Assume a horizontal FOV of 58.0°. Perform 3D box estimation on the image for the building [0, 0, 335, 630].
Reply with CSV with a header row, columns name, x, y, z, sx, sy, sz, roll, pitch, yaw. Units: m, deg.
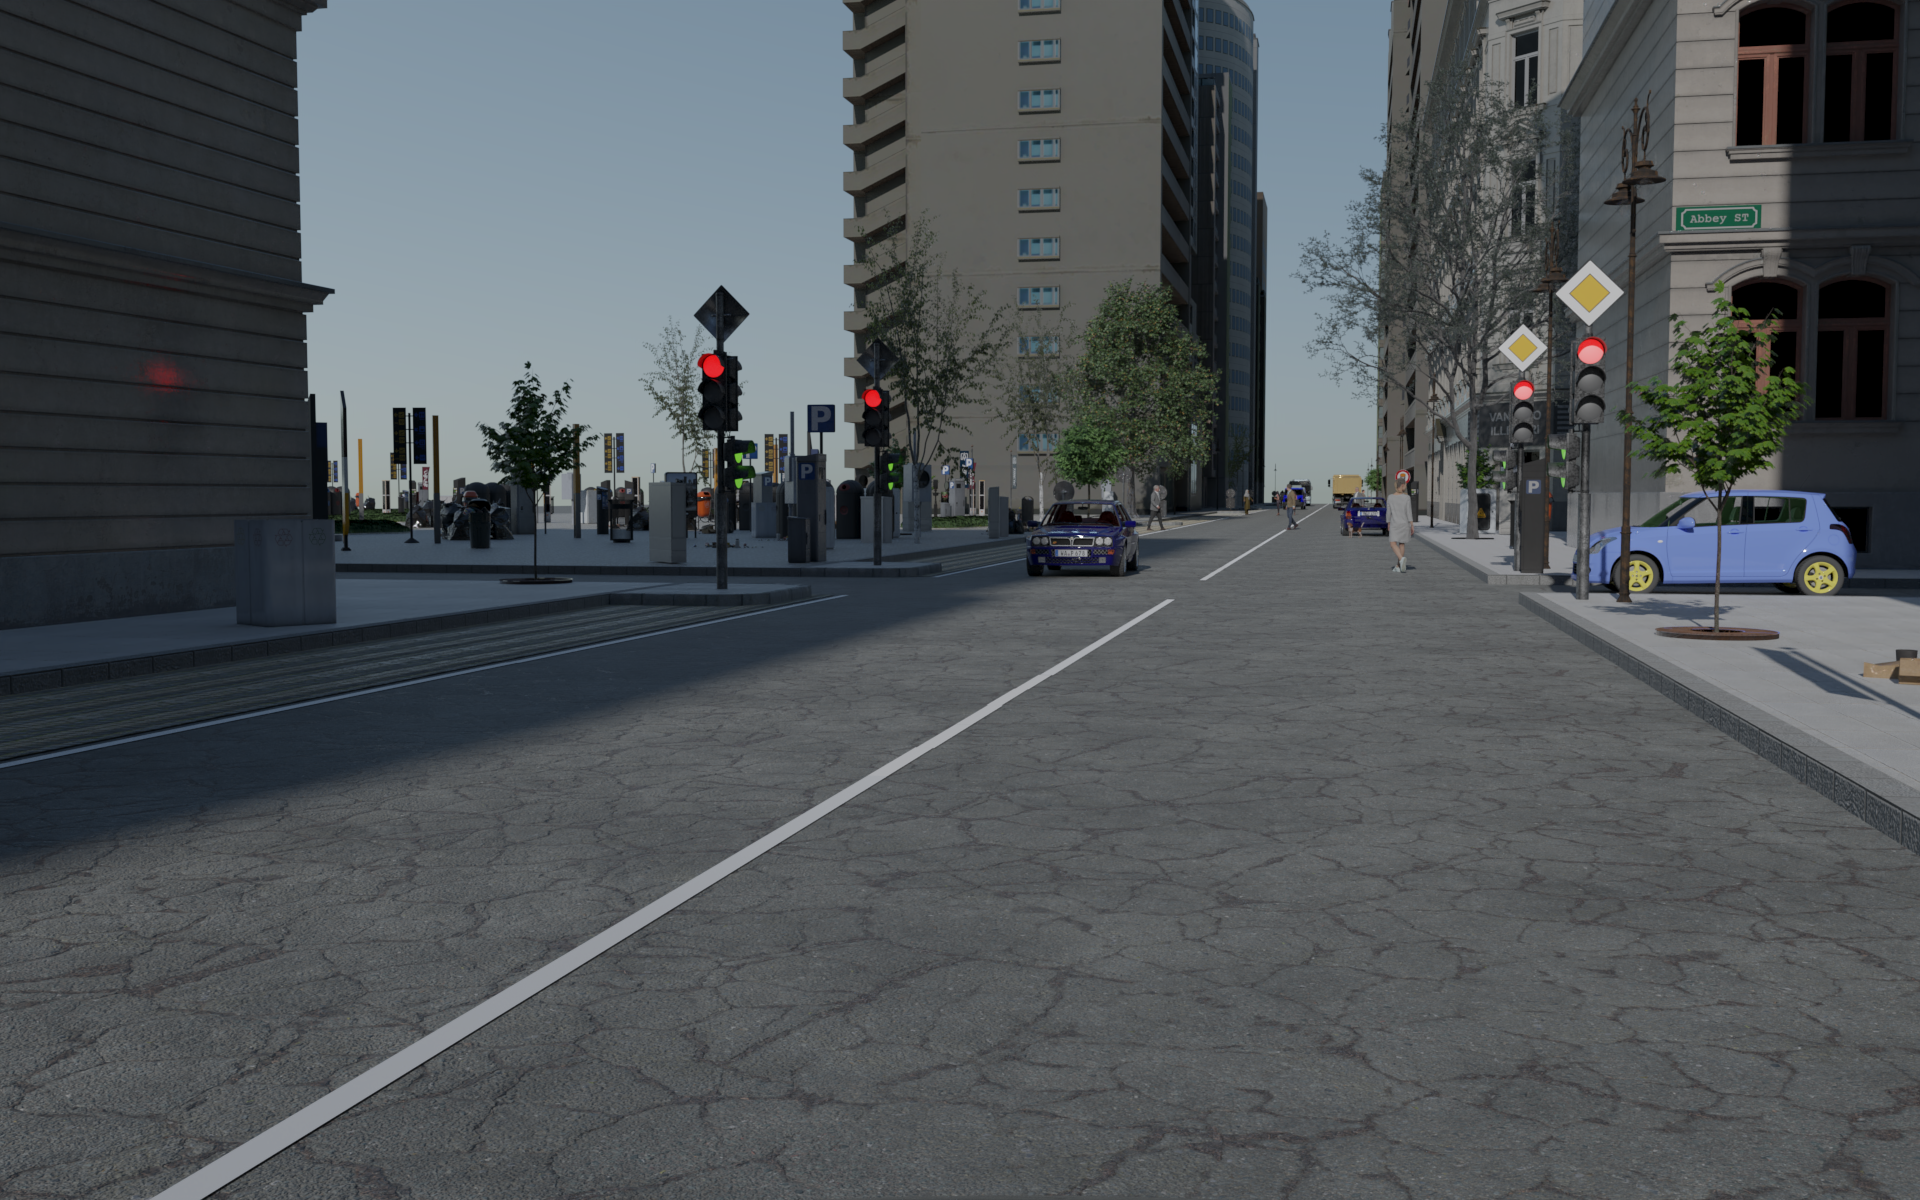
name,x,y,z,sx,sy,sz,roll,pitch,yaw
building,-25.550,-12.240,19.208,34.723,24.649,14.460,1,4,12

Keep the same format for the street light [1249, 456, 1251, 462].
name,x,y,z,sx,sy,sz,roll,pitch,yaw
street light,31.288,-13.144,187.691,0.468,5.910,1.993,1,4,12

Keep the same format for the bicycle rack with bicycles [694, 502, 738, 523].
name,x,y,z,sx,sy,sz,roll,pitch,yaw
bicycle rack with bicycles,-11.313,-3.973,78.335,2.925,0.926,2.852,3,5,40

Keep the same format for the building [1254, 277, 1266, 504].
name,x,y,z,sx,sy,sz,roll,pitch,yaw
building,34.407,-28.475,237.269,14.160,30.474,14.107,1,4,12

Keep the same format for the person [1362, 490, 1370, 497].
name,x,y,z,sx,sy,sz,roll,pitch,yaw
person,29.828,-7.253,127.620,0.750,1.759,0.617,-1,4,-10

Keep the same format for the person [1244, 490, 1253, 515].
name,x,y,z,sx,sy,sz,roll,pitch,yaw
person,20.044,-6.803,120.460,0.721,1.736,1.217,3,4,38

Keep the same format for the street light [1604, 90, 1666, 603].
name,x,y,z,sx,sy,sz,roll,pitch,yaw
street light,7.880,-2.910,20.368,0.468,5.910,1.993,1,4,12

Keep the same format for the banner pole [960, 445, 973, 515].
name,x,y,z,sx,sy,sz,roll,pitch,yaw
banner pole,0.383,-5.992,87.986,0.863,3.779,0.401,0,4,-5

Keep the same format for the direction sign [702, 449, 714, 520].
name,x,y,z,sx,sy,sz,roll,pitch,yaw
direction sign,-12.469,-5.792,86.698,0.876,3.537,0.379,-1,4,-23

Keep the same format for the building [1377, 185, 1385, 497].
name,x,y,z,sx,sy,sz,roll,pitch,yaw
building,62.249,-33.289,227.874,14.154,41.232,14.086,1,4,12

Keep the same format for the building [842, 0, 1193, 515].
name,x,y,z,sx,sy,sz,roll,pitch,yaw
building,4.094,-30.212,117.673,21.300,48.544,21.600,1,4,12

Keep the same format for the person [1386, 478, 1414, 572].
name,x,y,z,sx,sy,sz,roll,pitch,yaw
person,8.070,-1.372,31.686,0.466,1.731,0.760,0,4,-7

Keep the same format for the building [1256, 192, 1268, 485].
name,x,y,z,sx,sy,sz,roll,pitch,yaw
building,36.994,-36.734,250.714,14.600,45.320,14.200,1,4,12

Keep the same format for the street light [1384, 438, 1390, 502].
name,x,y,z,sx,sy,sz,roll,pitch,yaw
street light,34.500,-10.233,140.094,0.468,5.910,1.993,1,4,12

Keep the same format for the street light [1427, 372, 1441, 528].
name,x,y,z,sx,sy,sz,roll,pitch,yaw
street light,17.926,-5.679,65.634,0.468,5.910,1.993,1,4,12

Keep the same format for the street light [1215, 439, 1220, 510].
name,x,y,z,sx,sy,sz,roll,pitch,yaw
street light,21.216,-10.384,142.569,0.468,5.910,1.993,1,4,12

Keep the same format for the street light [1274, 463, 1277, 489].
name,x,y,z,sx,sy,sz,roll,pitch,yaw
street light,47.295,-17.554,259.792,0.468,5.910,1.993,1,4,12

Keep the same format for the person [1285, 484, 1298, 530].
name,x,y,z,sx,sy,sz,roll,pitch,yaw
person,13.276,-3.737,69.518,0.836,1.842,0.656,-3,5,-39

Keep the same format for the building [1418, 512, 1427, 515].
name,x,y,z,sx,sy,sz,roll,pitch,yaw
building,40.110,-29.812,111.134,21.300,48.544,21.600,1,4,12

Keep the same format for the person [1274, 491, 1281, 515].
name,x,y,z,sx,sy,sz,roll,pitch,yaw
person,21.241,-6.480,115.922,0.415,1.643,0.593,-1,4,-15

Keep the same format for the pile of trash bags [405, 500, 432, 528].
name,x,y,z,sx,sy,sz,roll,pitch,yaw
pile of trash bags,-19.704,-3.480,66.650,1.912,1.369,3.447,1,4,20

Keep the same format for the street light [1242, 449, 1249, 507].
name,x,y,z,sx,sy,sz,roll,pitch,yaw
street light,29.190,-12.589,178.616,0.468,5.910,1.993,1,4,12

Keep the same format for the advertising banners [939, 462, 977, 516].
name,x,y,z,sx,sy,sz,roll,pitch,yaw
advertising banners,-0.112,-6.094,95.828,2.074,3.025,0.090,0,4,-7

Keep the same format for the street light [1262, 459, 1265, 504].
name,x,y,z,sx,sy,sz,roll,pitch,yaw
street light,39.227,-15.350,223.765,0.468,5.910,1.993,1,4,12

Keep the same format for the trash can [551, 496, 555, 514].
name,x,y,z,sx,sy,sz,roll,pitch,yaw
trash can,-26.054,-6.001,109.777,0.748,1.137,0.748,0,3,0

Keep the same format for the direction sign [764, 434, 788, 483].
name,x,y,z,sx,sy,sz,roll,pitch,yaw
direction sign,-6.908,-4.476,65.179,0.876,3.537,0.379,0,4,-5

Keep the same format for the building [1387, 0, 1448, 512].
name,x,y,z,sx,sy,sz,roll,pitch,yaw
building,50.906,-32.912,161.807,21.300,48.544,21.600,1,4,12

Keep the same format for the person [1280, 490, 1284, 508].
name,x,y,z,sx,sy,sz,roll,pitch,yaw
person,32.515,-10.159,174.601,1.348,1.824,0.705,1,4,18

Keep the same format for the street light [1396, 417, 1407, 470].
name,x,y,z,sx,sy,sz,roll,pitch,yaw
street light,26.458,-8.029,104.061,0.468,5.910,1.993,1,4,12

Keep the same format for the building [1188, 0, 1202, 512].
name,x,y,z,sx,sy,sz,roll,pitch,yaw
building,9.375,-50.738,142.233,22.319,86.520,31.000,1,4,12

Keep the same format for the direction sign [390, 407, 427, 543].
name,x,y,z,sx,sy,sz,roll,pitch,yaw
direction sign,-14.380,-3.261,45.321,0.876,3.537,0.379,0,4,3

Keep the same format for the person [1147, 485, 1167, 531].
name,x,y,z,sx,sy,sz,roll,pitch,yaw
person,7.699,-3.584,67.497,0.834,1.777,0.661,1,4,15

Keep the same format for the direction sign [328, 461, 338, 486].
name,x,y,z,sx,sy,sz,roll,pitch,yaw
direction sign,-42.370,-7.643,116.966,0.876,3.537,0.379,1,4,17

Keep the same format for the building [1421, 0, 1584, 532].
name,x,y,z,sx,sy,sz,roll,pitch,yaw
building,30.365,-18.439,77.891,17.030,29.872,44.131,1,4,12

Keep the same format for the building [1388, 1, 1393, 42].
name,x,y,z,sx,sy,sz,roll,pitch,yaw
building,61.400,-40.606,205.912,21.231,58.520,28.212,1,4,12

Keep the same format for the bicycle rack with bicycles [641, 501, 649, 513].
name,x,y,z,sx,sy,sz,roll,pitch,yaw
bicycle rack with bicycles,-16.036,-4.649,89.386,2.852,0.926,2.925,-1,4,-18

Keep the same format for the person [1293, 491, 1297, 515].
name,x,y,z,sx,sy,sz,roll,pitch,yaw
person,22.590,-6.587,117.670,0.593,1.643,0.415,0,4,-6

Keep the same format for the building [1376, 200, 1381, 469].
name,x,y,z,sx,sy,sz,roll,pitch,yaw
building,70.072,-37.949,244.161,21.300,48.544,21.600,1,4,12

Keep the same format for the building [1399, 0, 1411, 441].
name,x,y,z,sx,sy,sz,roll,pitch,yaw
building,46.276,-29.423,135.683,22.147,44.769,28.867,1,4,12

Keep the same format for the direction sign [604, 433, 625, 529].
name,x,y,z,sx,sy,sz,roll,pitch,yaw
direction sign,-12.820,-4.420,64.271,0.876,3.537,0.379,2,4,24

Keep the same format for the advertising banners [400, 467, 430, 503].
name,x,y,z,sx,sy,sz,roll,pitch,yaw
advertising banners,-34.654,-6.964,110.050,2.074,3.025,0.090,-3,4,-39

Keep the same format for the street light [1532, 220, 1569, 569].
name,x,y,z,sx,sy,sz,roll,pitch,yaw
street light,10.051,-3.473,29.564,0.468,5.910,1.993,1,4,12

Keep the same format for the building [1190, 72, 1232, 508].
name,x,y,z,sx,sy,sz,roll,pitch,yaw
building,18.183,-29.426,164.713,14.154,41.232,14.086,1,4,12

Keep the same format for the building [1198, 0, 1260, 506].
name,x,y,z,sx,sy,sz,roll,pitch,yaw
building,23.352,-40.408,202.677,21.231,58.520,28.212,1,4,12

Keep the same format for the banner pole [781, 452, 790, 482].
name,x,y,z,sx,sy,sz,roll,pitch,yaw
banner pole,-10.373,-6.951,103.658,0.863,3.779,0.401,1,4,17

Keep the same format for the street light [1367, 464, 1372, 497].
name,x,y,z,sx,sy,sz,roll,pitch,yaw
street light,60.599,-17.397,257.225,0.468,5.910,1.993,1,4,12

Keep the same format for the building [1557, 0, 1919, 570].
name,x,y,z,sx,sy,sz,roll,pitch,yaw
building,24.361,-15.018,32.931,23.554,28.519,14.401,1,4,12

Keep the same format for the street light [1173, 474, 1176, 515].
name,x,y,z,sx,sy,sz,roll,pitch,yaw
street light,13.227,-8.180,106.525,0.468,5.910,1.993,1,4,12

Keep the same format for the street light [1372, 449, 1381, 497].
name,x,y,z,sx,sy,sz,roll,pitch,yaw
street light,44.517,-12.973,184.900,0.468,5.910,1.993,1,4,12

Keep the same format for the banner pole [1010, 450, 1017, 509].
name,x,y,z,sx,sy,sz,roll,pitch,yaw
banner pole,3.010,-6.623,98.297,0.401,3.779,0.863,-2,4,-28

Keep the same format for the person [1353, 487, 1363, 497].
name,x,y,z,sx,sy,sz,roll,pitch,yaw
person,19.669,-4.709,85.889,0.834,1.777,0.661,-3,5,-42
